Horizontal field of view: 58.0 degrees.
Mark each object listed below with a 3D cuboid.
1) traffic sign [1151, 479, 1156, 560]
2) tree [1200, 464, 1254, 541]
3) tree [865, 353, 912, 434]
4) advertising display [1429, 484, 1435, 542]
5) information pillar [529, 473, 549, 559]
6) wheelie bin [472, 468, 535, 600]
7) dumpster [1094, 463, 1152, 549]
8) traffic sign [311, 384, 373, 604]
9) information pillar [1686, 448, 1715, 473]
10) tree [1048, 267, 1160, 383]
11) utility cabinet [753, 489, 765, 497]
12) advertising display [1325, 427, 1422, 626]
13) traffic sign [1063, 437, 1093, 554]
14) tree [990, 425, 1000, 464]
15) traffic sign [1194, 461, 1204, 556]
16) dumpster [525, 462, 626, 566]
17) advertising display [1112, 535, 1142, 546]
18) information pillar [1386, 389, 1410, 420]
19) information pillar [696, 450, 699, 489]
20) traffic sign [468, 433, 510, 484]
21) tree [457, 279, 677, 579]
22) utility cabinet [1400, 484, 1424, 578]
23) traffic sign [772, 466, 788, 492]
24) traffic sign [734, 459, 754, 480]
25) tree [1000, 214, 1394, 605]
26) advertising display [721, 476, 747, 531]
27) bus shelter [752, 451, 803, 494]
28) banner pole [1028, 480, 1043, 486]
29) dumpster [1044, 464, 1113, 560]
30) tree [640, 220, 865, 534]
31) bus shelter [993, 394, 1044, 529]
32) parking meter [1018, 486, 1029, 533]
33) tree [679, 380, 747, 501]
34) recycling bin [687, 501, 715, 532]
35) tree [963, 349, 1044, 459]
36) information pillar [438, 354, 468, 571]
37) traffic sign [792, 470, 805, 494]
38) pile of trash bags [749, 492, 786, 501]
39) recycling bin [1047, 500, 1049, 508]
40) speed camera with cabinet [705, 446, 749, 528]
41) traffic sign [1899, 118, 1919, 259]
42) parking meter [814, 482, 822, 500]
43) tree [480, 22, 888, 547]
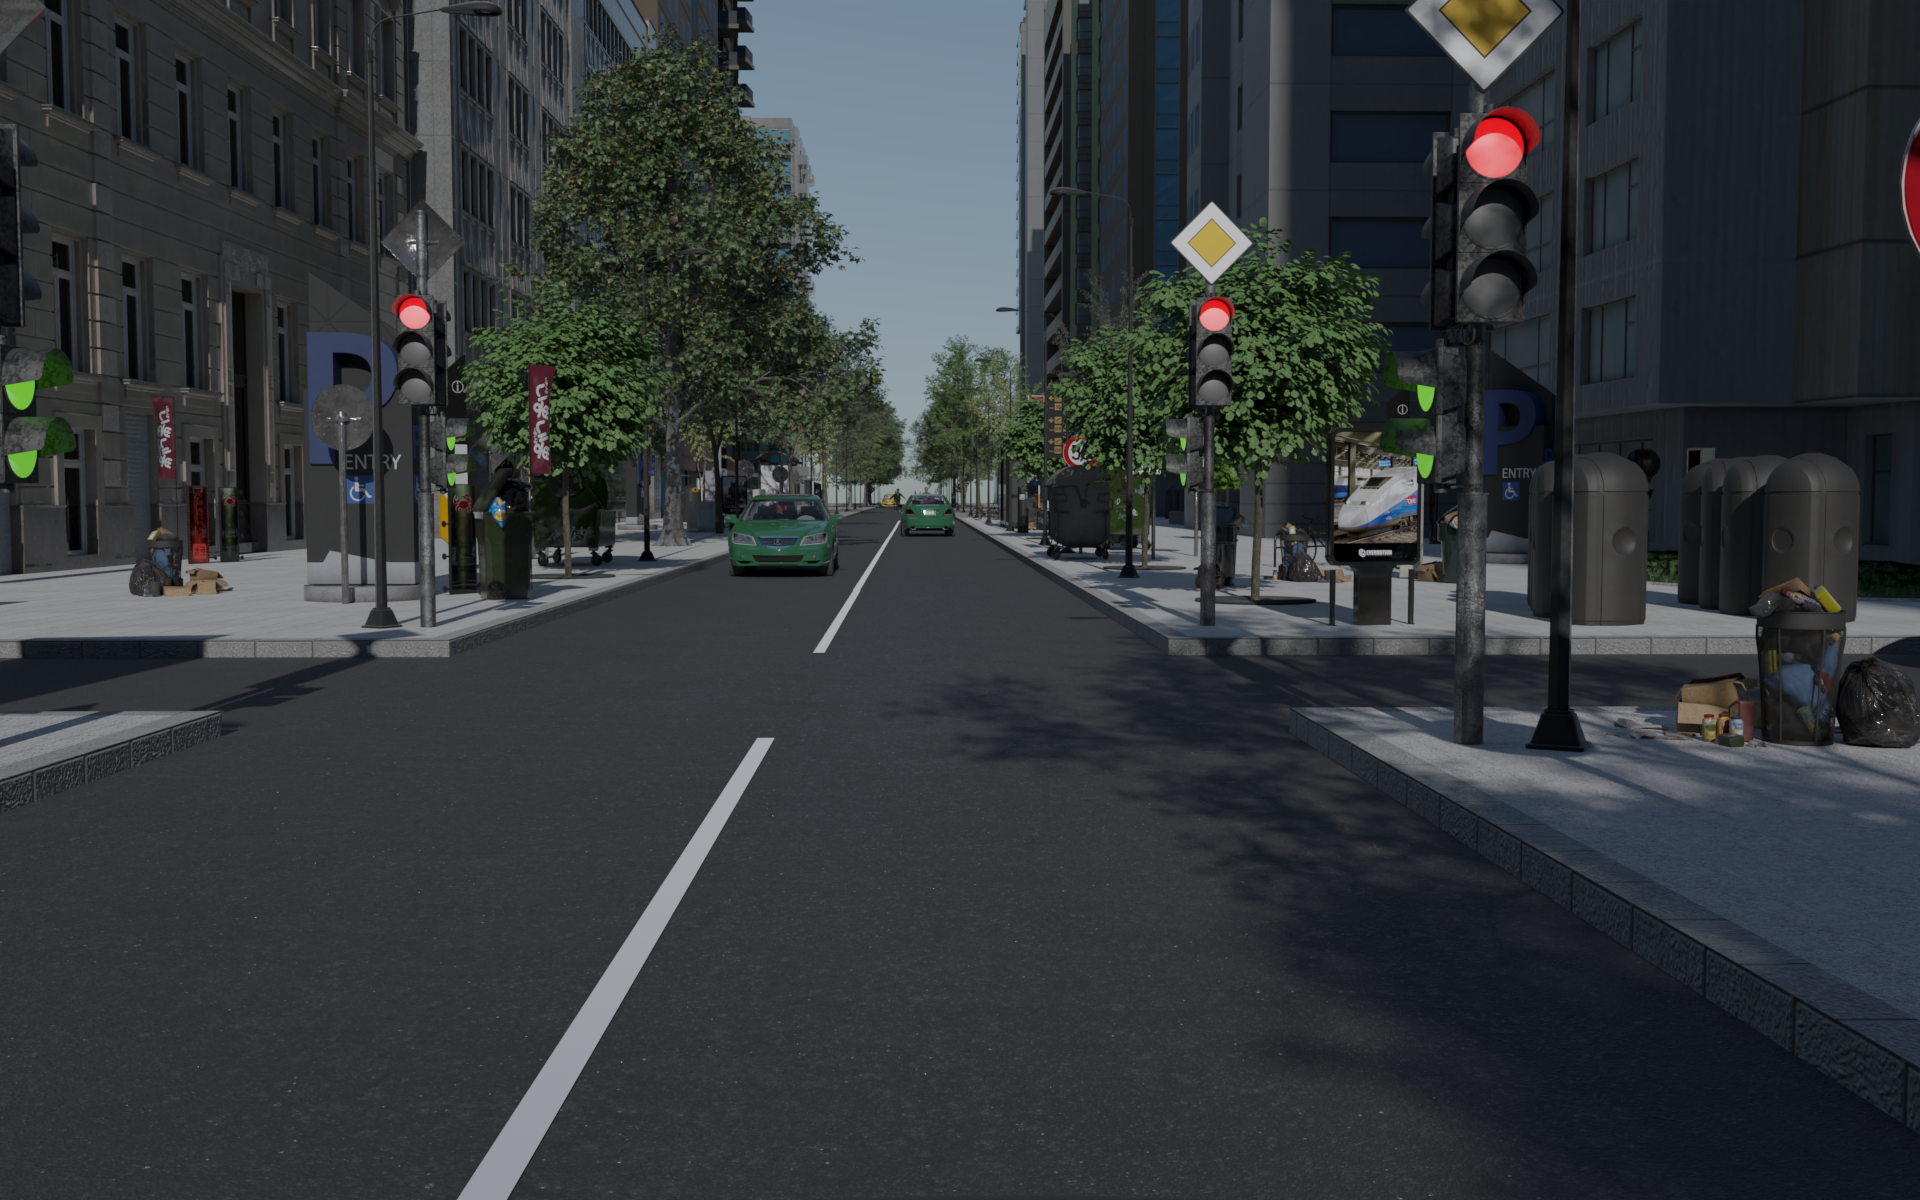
[{"bbox_3d":[3.787,-2.064,33.858,0.768,2.556,0.104,0,4,6],"label":"traffic sign"},{"bbox_3d":[7.099,-3.213,47.140,1.663,3.219,1.824,0,3,0],"label":"tree"},{"bbox_3d":[-6.989,-8.459,72.724,8.767,10.594,7.601,0,4,6],"label":"tree"},{"bbox_3d":[12.819,-2.558,47.038,0.123,1.923,0.974,1,4,17],"label":"advertising display"},{"bbox_3d":[-8.305,-1.813,34.134,0.304,2.012,0.304,0,4,0],"label":"information pillar"},{"bbox_3d":[-5.583,-0.816,21.252,0.693,1.594,0.980,-2,4,-26],"label":"wheelie bin"},{"bbox_3d":[3.770,-2.339,40.730,1.502,2.255,1.985,0,4,-1],"label":"dumpster"},{"bbox_3d":[-7.170,-1.225,20.135,0.768,2.556,0.104,0,4,3],"label":"traffic sign"},{"bbox_3d":[11.814,-1.418,27.672,0.304,2.012,0.304,-2,4,-28],"label":"information pillar"},{"bbox_3d":[4.951,-6.413,55.219,4.360,8.622,3.978,0,3,0],"label":"tree"},{"bbox_3d":[-8.862,-4.137,76.322,0.318,1.500,1.173,0,4,7],"label":"utility cabinet"},{"bbox_3d":[4.036,-0.715,16.911,0.974,1.923,0.123,-1,4,-15],"label":"advertising display"},{"bbox_3d":[2.583,-2.256,36.990,0.768,2.556,0.104,0,4,4],"label":"traffic sign"},{"bbox_3d":[3.103,-2.805,29.578,4.285,4.588,4.351,0,3,0],"label":"tree"},{"bbox_3d":[4.853,-2.167,35.544,0.768,2.556,0.104,0,4,2],"label":"traffic sign"},{"bbox_3d":[-6.970,-1.770,31.437,1.502,2.255,1.985,0,4,-1],"label":"dumpster"},{"bbox_3d":[4.160,-2.307,42.939,0.974,1.923,0.123,-2,4,-26],"label":"advertising display"},{"bbox_3d":[9.282,-2.774,36.708,0.504,3.616,0.183,1,4,10],"label":"information pillar"},{"bbox_3d":[-13.845,-6.122,91.444,0.183,3.616,0.504,-1,4,-17],"label":"information pillar"},{"bbox_3d":[-8.342,-1.808,30.750,0.795,2.450,0.064,0,4,6],"label":"traffic sign"},{"bbox_3d":[-5.983,-2.626,26.655,4.285,4.588,4.351,0,3,0],"label":"tree"},{"bbox_3d":[6.977,-1.101,26.687,0.318,1.500,1.173,1,4,17],"label":"utility cabinet"},{"bbox_3d":[-8.159,-4.797,78.545,0.768,2.556,0.104,1,4,8],"label":"traffic sign"},{"bbox_3d":[-7.948,-3.894,63.768,0.768,2.556,0.104,0,4,4],"label":"traffic sign"},{"bbox_3d":[3.457,-2.250,20.494,4.285,4.588,4.351,0,3,0],"label":"tree"},{"bbox_3d":[-7.940,-3.405,60.892,0.974,1.923,0.123,-2,4,-32],"label":"advertising display"},{"bbox_3d":[-8.794,-5.504,83.910,2.014,3.302,5.546,0,4,-1],"label":"bus shelter"},{"bbox_3d":[2.867,-4.452,62.802,0.863,3.779,0.401,-1,4,-13],"label":"banner pole"},{"bbox_3d":[2.377,-1.762,34.573,1.264,1.857,1.865,0,4,-1],"label":"dumpster"},{"bbox_3d":[-7.764,-7.446,56.157,8.767,10.594,7.601,0,4,0],"label":"tree"},{"bbox_3d":[2.436,-5.505,67.642,2.179,5.291,8.768,0,4,-2],"label":"bus shelter"},{"bbox_3d":[2.083,-2.980,57.126,0.372,1.533,0.369,0,3,0],"label":"parking meter"},{"bbox_3d":[-12.262,-8.091,82.648,4.737,8.622,4.395,0,3,0],"label":"tree"},{"bbox_3d":[-8.805,-2.833,58.871,0.722,1.027,0.722,-3,5,-43],"label":"recycling bin"},{"bbox_3d":[2.381,-8.445,88.446,4.737,8.622,4.395,0,3,0],"label":"tree"},{"bbox_3d":[-8.448,-2.296,28.901,0.504,3.616,0.183,-3,5,-39],"label":"information pillar"},{"bbox_3d":[-8.697,-5.634,92.124,0.884,2.594,0.081,0,4,5],"label":"traffic sign"},{"bbox_3d":[-7.497,-3.652,69.456,1.912,1.369,3.447,-1,4,-21],"label":"pile of trash bags"},{"bbox_3d":[3.938,-4.400,84.492,0.722,1.027,0.722,0,4,-8],"label":"recycling bin"},{"bbox_3d":[-8.791,-4.344,65.361,0.660,3.252,2.038,2,4,29],"label":"speed camera with cabinet"},{"bbox_3d":[3.079,-0.302,5.038,0.768,2.556,0.104,0,4,3],"label":"traffic sign"},{"bbox_3d":[-6.753,-4.687,82.344,0.399,1.863,0.255,0,4,1],"label":"parking meter"},{"bbox_3d":[-7.038,-7.683,42.629,9.611,12.733,9.660,0,3,0],"label":"tree"}]
